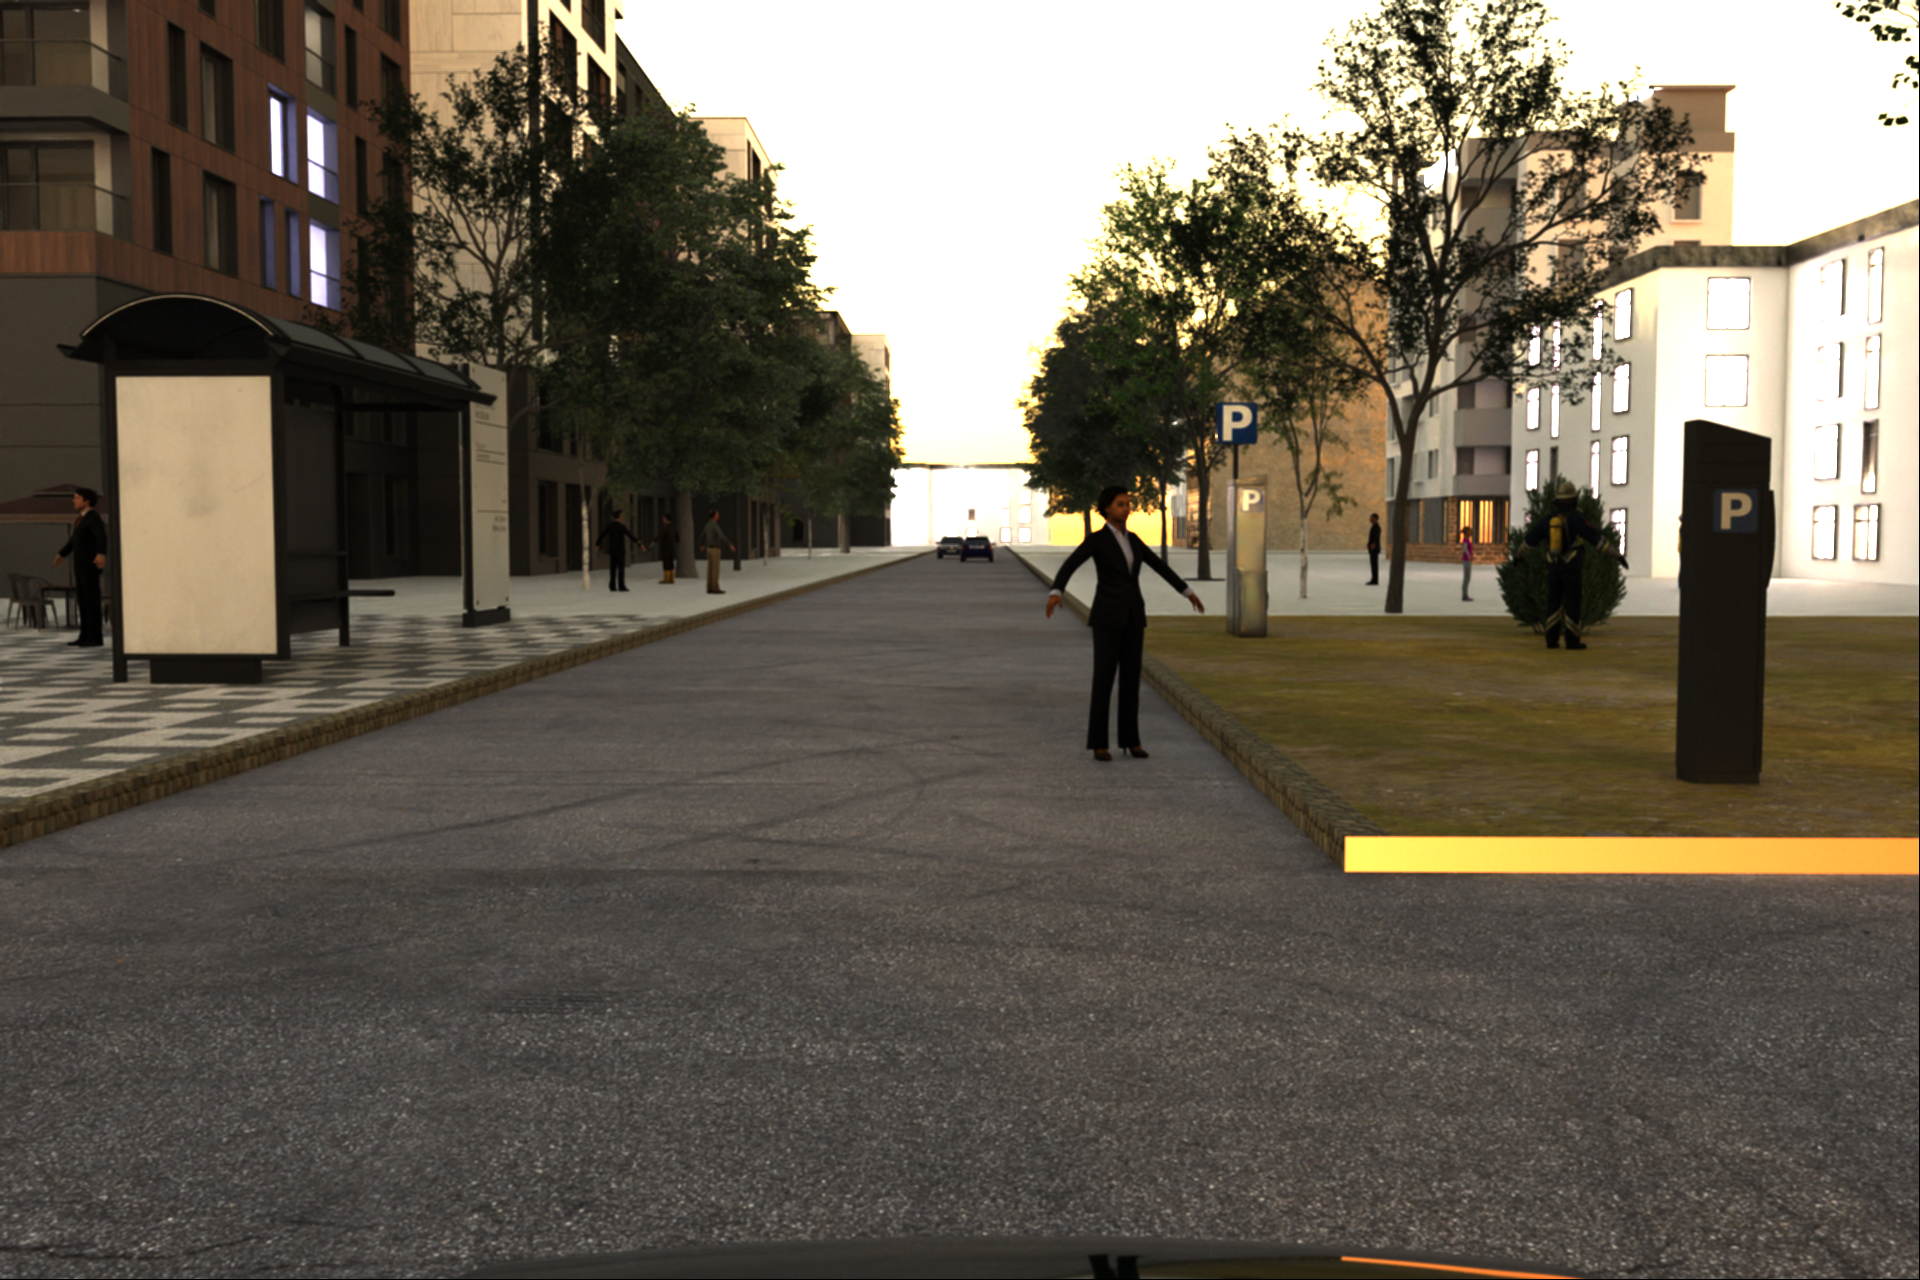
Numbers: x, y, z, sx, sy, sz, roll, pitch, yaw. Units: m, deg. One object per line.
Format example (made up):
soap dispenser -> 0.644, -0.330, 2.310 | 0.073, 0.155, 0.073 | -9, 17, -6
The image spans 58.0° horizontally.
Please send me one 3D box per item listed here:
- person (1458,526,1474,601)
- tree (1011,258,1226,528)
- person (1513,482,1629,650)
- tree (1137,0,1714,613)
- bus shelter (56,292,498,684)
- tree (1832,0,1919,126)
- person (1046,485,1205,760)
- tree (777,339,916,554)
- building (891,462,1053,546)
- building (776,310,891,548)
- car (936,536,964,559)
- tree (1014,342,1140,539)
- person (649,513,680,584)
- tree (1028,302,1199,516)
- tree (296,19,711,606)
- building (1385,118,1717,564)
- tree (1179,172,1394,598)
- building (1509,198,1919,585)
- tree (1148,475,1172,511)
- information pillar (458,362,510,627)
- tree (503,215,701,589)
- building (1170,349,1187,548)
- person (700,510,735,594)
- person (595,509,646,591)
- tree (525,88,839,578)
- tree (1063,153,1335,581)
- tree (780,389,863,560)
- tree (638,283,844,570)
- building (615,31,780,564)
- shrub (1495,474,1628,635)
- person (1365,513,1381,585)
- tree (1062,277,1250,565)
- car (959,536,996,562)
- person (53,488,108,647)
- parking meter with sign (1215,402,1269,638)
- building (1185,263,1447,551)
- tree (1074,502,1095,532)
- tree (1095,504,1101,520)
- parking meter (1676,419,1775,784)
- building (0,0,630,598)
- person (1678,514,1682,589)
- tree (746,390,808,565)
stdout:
person -> 9.796, -1.467, 33.249 | 0.599, 1.433, 0.991 | 1, 4, 19
tree -> 7.300, -10.198, 77.113 | 12.009, 13.543, 11.850 | 0, 3, 0
person -> 6.776, -0.830, 19.357 | 0.705, 1.856, 1.354 | -3, 5, -43
tree -> 7.034, -5.698, 27.571 | 8.767, 10.594, 7.601 | 0, 4, 2
bus shelter -> -6.445, -1.429, 17.291 | 2.014, 3.302, 5.546 | 0, 4, 2
tree -> 19.947, -10.489, 27.389 | 12.611, 20.169, 13.585 | 0, 3, 0
person -> 1.042, -0.111, 10.992 | 1.216, 1.740, 0.721 | -2, 4, -31
tree -> -7.426, -12.602, 112.706 | 9.857, 13.997, 8.962 | 0, 3, 0
building -> -3.409, -15.848, 203.723 | 28.070, 9.664, 9.099 | 1, 4, 10
building -> -21.589, -20.232, 174.776 | 27.936, 21.610, 32.646 | 0, 4, 0
car -> -0.448, -5.507, 102.619 | 1.945, 1.354, 3.894 | 0, 4, 1
tree -> 8.042, -12.354, 108.649 | 9.857, 13.997, 8.962 | 0, 3, 0
person -> -7.587, -2.366, 44.822 | 0.704, 1.812, 1.346 | 2, 4, 23
tree -> 8.283, -11.349, 92.211 | 9.857, 13.997, 8.962 | 0, 3, 0
tree -> -7.930, -5.895, 30.803 | 7.601, 10.594, 8.767 | -2, 4, -33
building -> 26.447, -14.001, 85.332 | 16.016, 20.090, 11.380 | 0, 4, 1
tree -> 7.073, -5.152, 34.592 | 4.360, 8.622, 3.978 | 0, 3, 0
building -> 24.784, -6.636, 50.638 | 9.099, 9.664, 28.070 | 0, 4, 1
tree -> 26.222, -17.707, 199.879 | 12.009, 13.543, 11.850 | 0, 3, 0
information pillar -> -6.714, -2.029, 24.492 | 0.184, 3.620, 1.656 | 0, 4, 2
tree -> -8.889, -5.482, 39.996 | 4.360, 8.622, 3.978 | 0, 3, 0
building -> 26.272, -19.378, 173.257 | 16.016, 20.090, 11.380 | 0, 4, 1
person -> -5.290, -1.901, 37.354 | 0.705, 1.796, 1.348 | -3, 5, -39
person -> -7.677, -2.016, 38.888 | 1.347, 1.837, 0.705 | 2, 4, 24
tree -> -8.010, -8.785, 50.294 | 9.857, 13.997, 8.962 | 0, 3, 0
tree -> 6.651, -7.454, 47.623 | 9.928, 11.665, 9.643 | 0, 3, 0
tree -> -7.731, -8.329, 86.537 | 4.360, 8.622, 3.978 | 0, 3, 0
tree -> -7.700, -7.755, 61.213 | 8.767, 10.594, 7.601 | 2, 4, 26
building -> -24.405, -14.628, 83.138 | 27.936, 21.610, 32.646 | 0, 4, 0
shrub -> 7.704, -1.110, 22.190 | 1.661, 2.075, 1.752 | 0, 3, 0
person -> 10.464, -2.302, 43.865 | 0.704, 1.802, 1.346 | 0, 4, 8
tree -> 7.194, -7.873, 63.134 | 7.601, 10.594, 8.767 | -1, 4, -23
car -> 0.892, -4.753, 90.288 | 1.945, 1.354, 3.894 | 0, 4, 1
person -> -9.993, -0.831, 19.780 | 1.347, 1.806, 0.705 | 3, 5, 43
parking meter with sign -> 3.653, -1.586, 22.195 | 0.543, 3.016, 1.738 | 0, 4, 0
building -> 29.011, -19.099, 143.194 | 19.493, 23.208, 18.063 | 0, 4, 1
tree -> 15.147, -15.409, 202.307 | 4.360, 8.622, 3.978 | 0, 3, 0
tree -> 16.936, -15.131, 197.750 | 4.737, 8.622, 4.395 | 0, 3, 0
parking meter -> 3.957, -0.198, 8.956 | 0.399, 1.863, 0.255 | 0, 4, 2
building -> -27.065, -12.621, 50.321 | 27.936, 21.610, 32.646 | 0, 4, 2
person -> 17.043, -2.085, 40.556 | 0.721, 1.772, 1.216 | 2, 4, 24
tree -> -7.948, -7.340, 70.370 | 4.737, 8.622, 4.395 | 0, 3, 0
